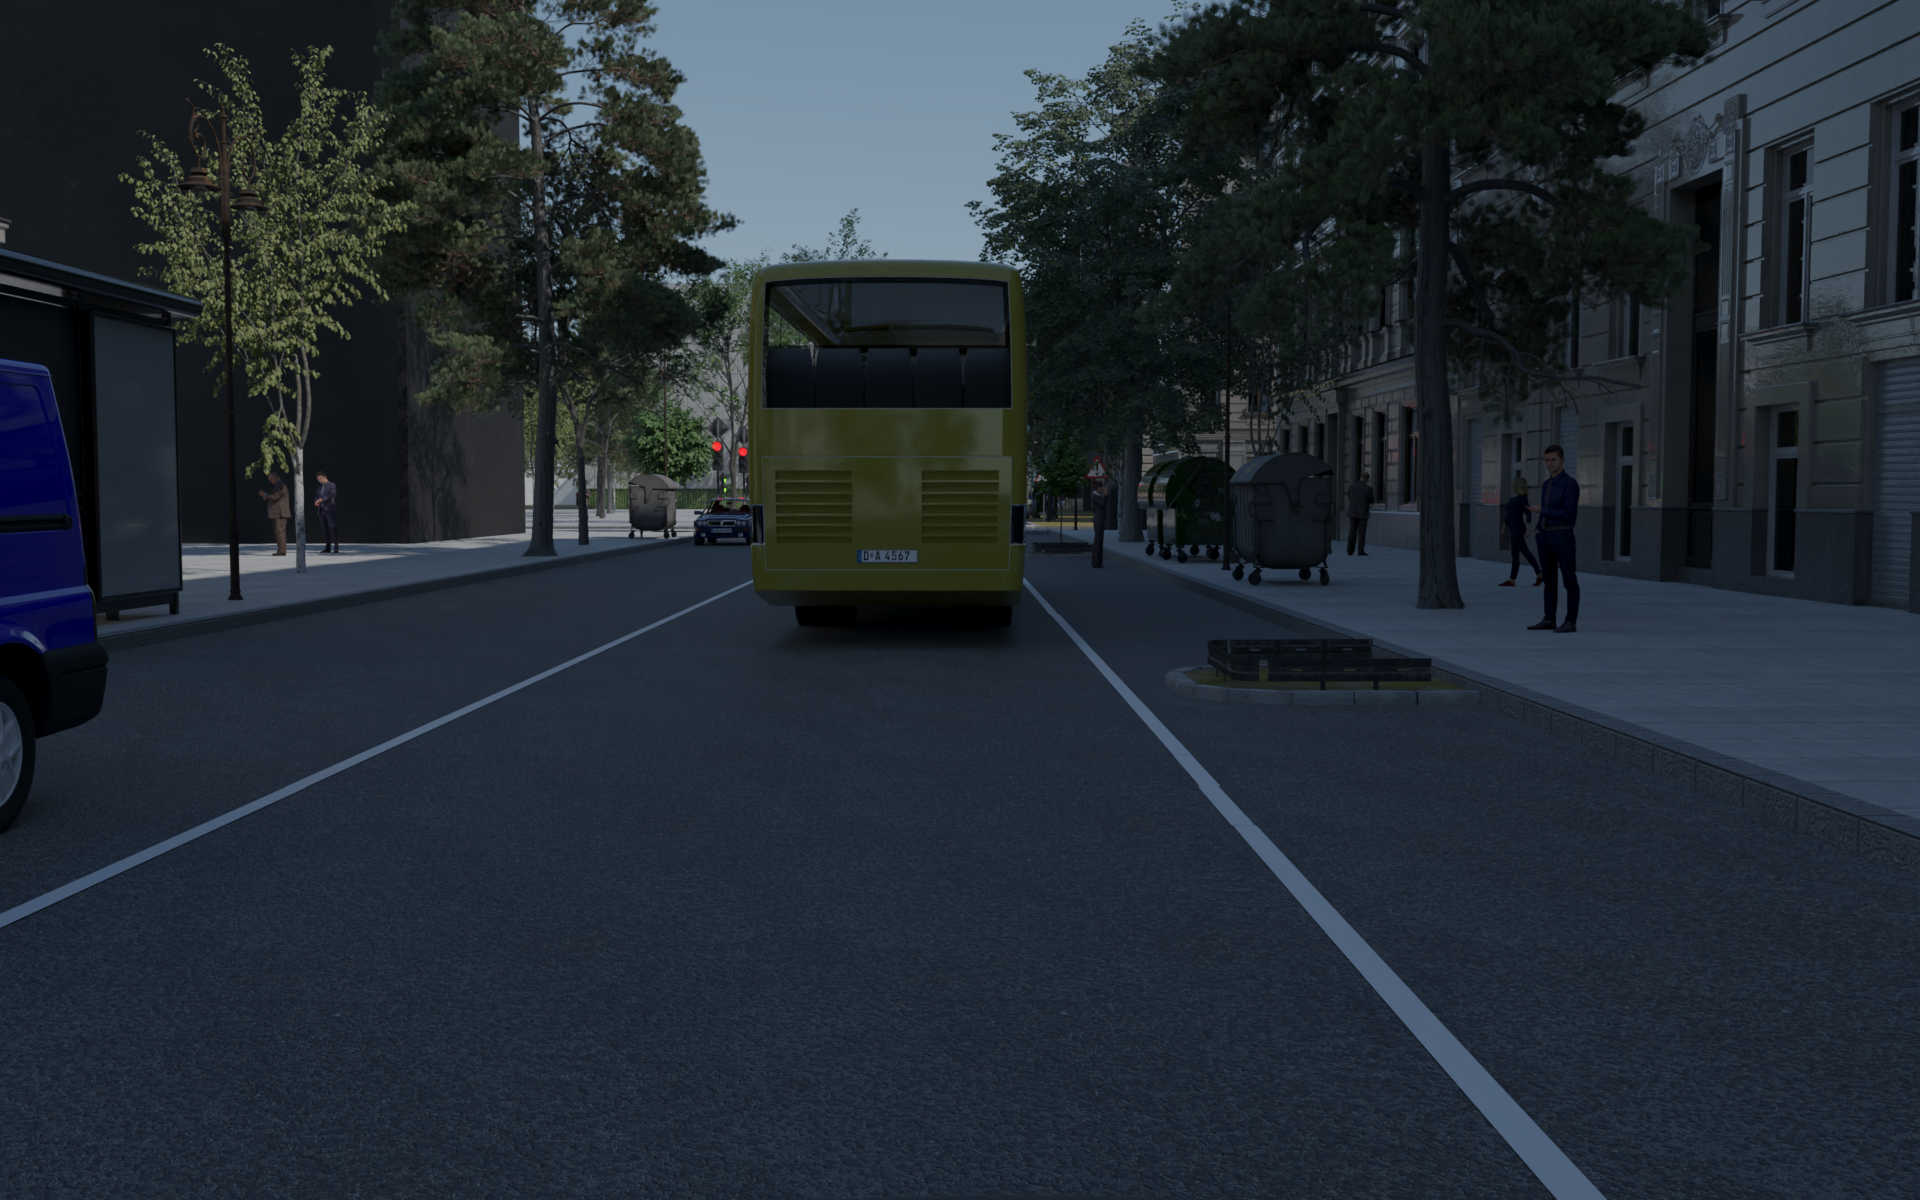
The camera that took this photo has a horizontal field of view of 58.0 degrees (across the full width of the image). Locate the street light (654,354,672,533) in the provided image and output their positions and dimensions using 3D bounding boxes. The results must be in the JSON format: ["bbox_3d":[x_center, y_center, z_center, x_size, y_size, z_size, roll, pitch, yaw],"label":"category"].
[{"bbox_3d":[-9.038,-4.915,53.147,0.468,5.910,1.993,0,4,0],"label":"street light"}]

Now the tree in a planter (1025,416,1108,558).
[{"bbox_3d":[2.322,-2.592,39.598,1.991,3.239,1.994,0,4,0],"label":"tree in a planter"}]

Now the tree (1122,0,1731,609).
[{"bbox_3d":[5.315,-5.944,19.241,6.751,12.117,7.091,0,3,0],"label":"tree"}]

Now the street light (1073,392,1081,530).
[{"bbox_3d":[4.111,-5.417,61.350,0.468,5.910,1.993,0,4,0],"label":"street light"}]

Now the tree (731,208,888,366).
[{"bbox_3d":[-9.272,-15.901,115.869,12.611,20.169,13.585,0,3,0],"label":"tree"}]

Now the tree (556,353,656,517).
[{"bbox_3d":[-20.568,-10.812,98.838,6.751,12.117,7.091,0,3,0],"label":"tree"}]

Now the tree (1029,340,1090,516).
[{"bbox_3d":[4.856,-11.151,100.449,7.486,12.596,7.792,0,3,0],"label":"tree"}]

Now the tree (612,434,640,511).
[{"bbox_3d":[-22.788,-10.403,120.459,4.737,8.622,4.395,0,3,0],"label":"tree"}]

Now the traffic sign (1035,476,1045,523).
[{"bbox_3d":[3.778,-4.771,78.005,0.884,2.594,0.081,0,4,5],"label":"traffic sign"}]

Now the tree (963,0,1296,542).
[{"bbox_3d":[4.594,-8.538,46.259,9.857,13.997,8.962,0,3,0],"label":"tree"}]

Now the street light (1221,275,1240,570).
[{"bbox_3d":[4.487,-3.438,29.006,0.468,5.910,1.993,0,4,0],"label":"street light"}]

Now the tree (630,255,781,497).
[{"bbox_3d":[-9.846,-9.152,75.396,9.928,11.665,9.643,0,3,0],"label":"tree"}]

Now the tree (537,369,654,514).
[{"bbox_3d":[-23.226,-11.889,112.515,7.486,12.596,7.792,0,3,0],"label":"tree"}]

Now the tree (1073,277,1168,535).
[{"bbox_3d":[5.262,-6.376,54.618,4.360,8.622,3.978,0,3,0],"label":"tree"}]

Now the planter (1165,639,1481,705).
[{"bbox_3d":[2.548,0.513,12.744,1.991,0.319,1.994,0,4,0],"label":"planter"}]

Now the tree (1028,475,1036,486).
[{"bbox_3d":[5.878,-9.684,108.702,4.737,8.622,4.395,0,3,0],"label":"tree"}]

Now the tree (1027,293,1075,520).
[{"bbox_3d":[4.516,-9.948,84.699,6.751,12.117,7.091,0,3,0],"label":"tree"}]

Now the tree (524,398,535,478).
[{"bbox_3d":[-34.680,-13.588,140.288,7.486,12.596,7.792,0,3,0],"label":"tree"}]

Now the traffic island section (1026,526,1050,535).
[{"bbox_3d":[2.145,-2.447,62.294,2.009,0.180,2.903,0,4,0],"label":"traffic island section"}]

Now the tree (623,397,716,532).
[{"bbox_3d":[-9.783,-4.591,58.785,4.285,4.588,4.351,0,3,0],"label":"tree"}]

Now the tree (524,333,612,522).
[{"bbox_3d":[-18.480,-7.825,78.297,4.737,8.622,4.395,0,3,0],"label":"tree"}]

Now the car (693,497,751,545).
[{"bbox_3d":[-6.583,-2.272,49.723,1.945,1.354,3.894,0,3,0],"label":"car"}]

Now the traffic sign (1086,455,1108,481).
[{"bbox_3d":[4.612,-3.561,58.231,0.884,2.594,0.081,1,4,9],"label":"traffic sign"}]

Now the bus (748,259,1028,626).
[{"bbox_3d":[-0.561,-1.840,21.633,2.896,3.916,12.252,0,4,1],"label":"bus"}]

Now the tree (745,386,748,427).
[{"bbox_3d":[-10.338,-9.006,97.616,4.360,8.622,3.978,0,3,0],"label":"tree"}]

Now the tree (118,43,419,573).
[{"bbox_3d":[-10.896,-4.730,27.705,4.737,8.622,4.395,0,3,0],"label":"tree"}]

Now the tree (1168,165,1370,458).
[{"bbox_3d":[6.933,-5.396,38.583,4.360,8.622,3.978,0,3,0],"label":"tree"}]

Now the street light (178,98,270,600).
[{"bbox_3d":[-8.776,-2.937,20.802,0.468,5.910,1.993,0,4,0],"label":"street light"}]

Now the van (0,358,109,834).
[{"bbox_3d":[-4.914,-0.071,5.546,2.240,2.365,5.245,0,4,-1],"label":"van"}]

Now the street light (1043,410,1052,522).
[{"bbox_3d":[4.081,-6.519,79.365,0.468,5.910,1.993,0,4,0],"label":"street light"}]

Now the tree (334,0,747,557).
[{"bbox_3d":[-8.488,-7.817,35.225,7.806,13.903,7.818,0,3,0],"label":"tree"}]

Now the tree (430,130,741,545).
[{"bbox_3d":[-9.429,-6.687,43.744,8.767,10.594,7.601,0,4,8],"label":"tree"}]
